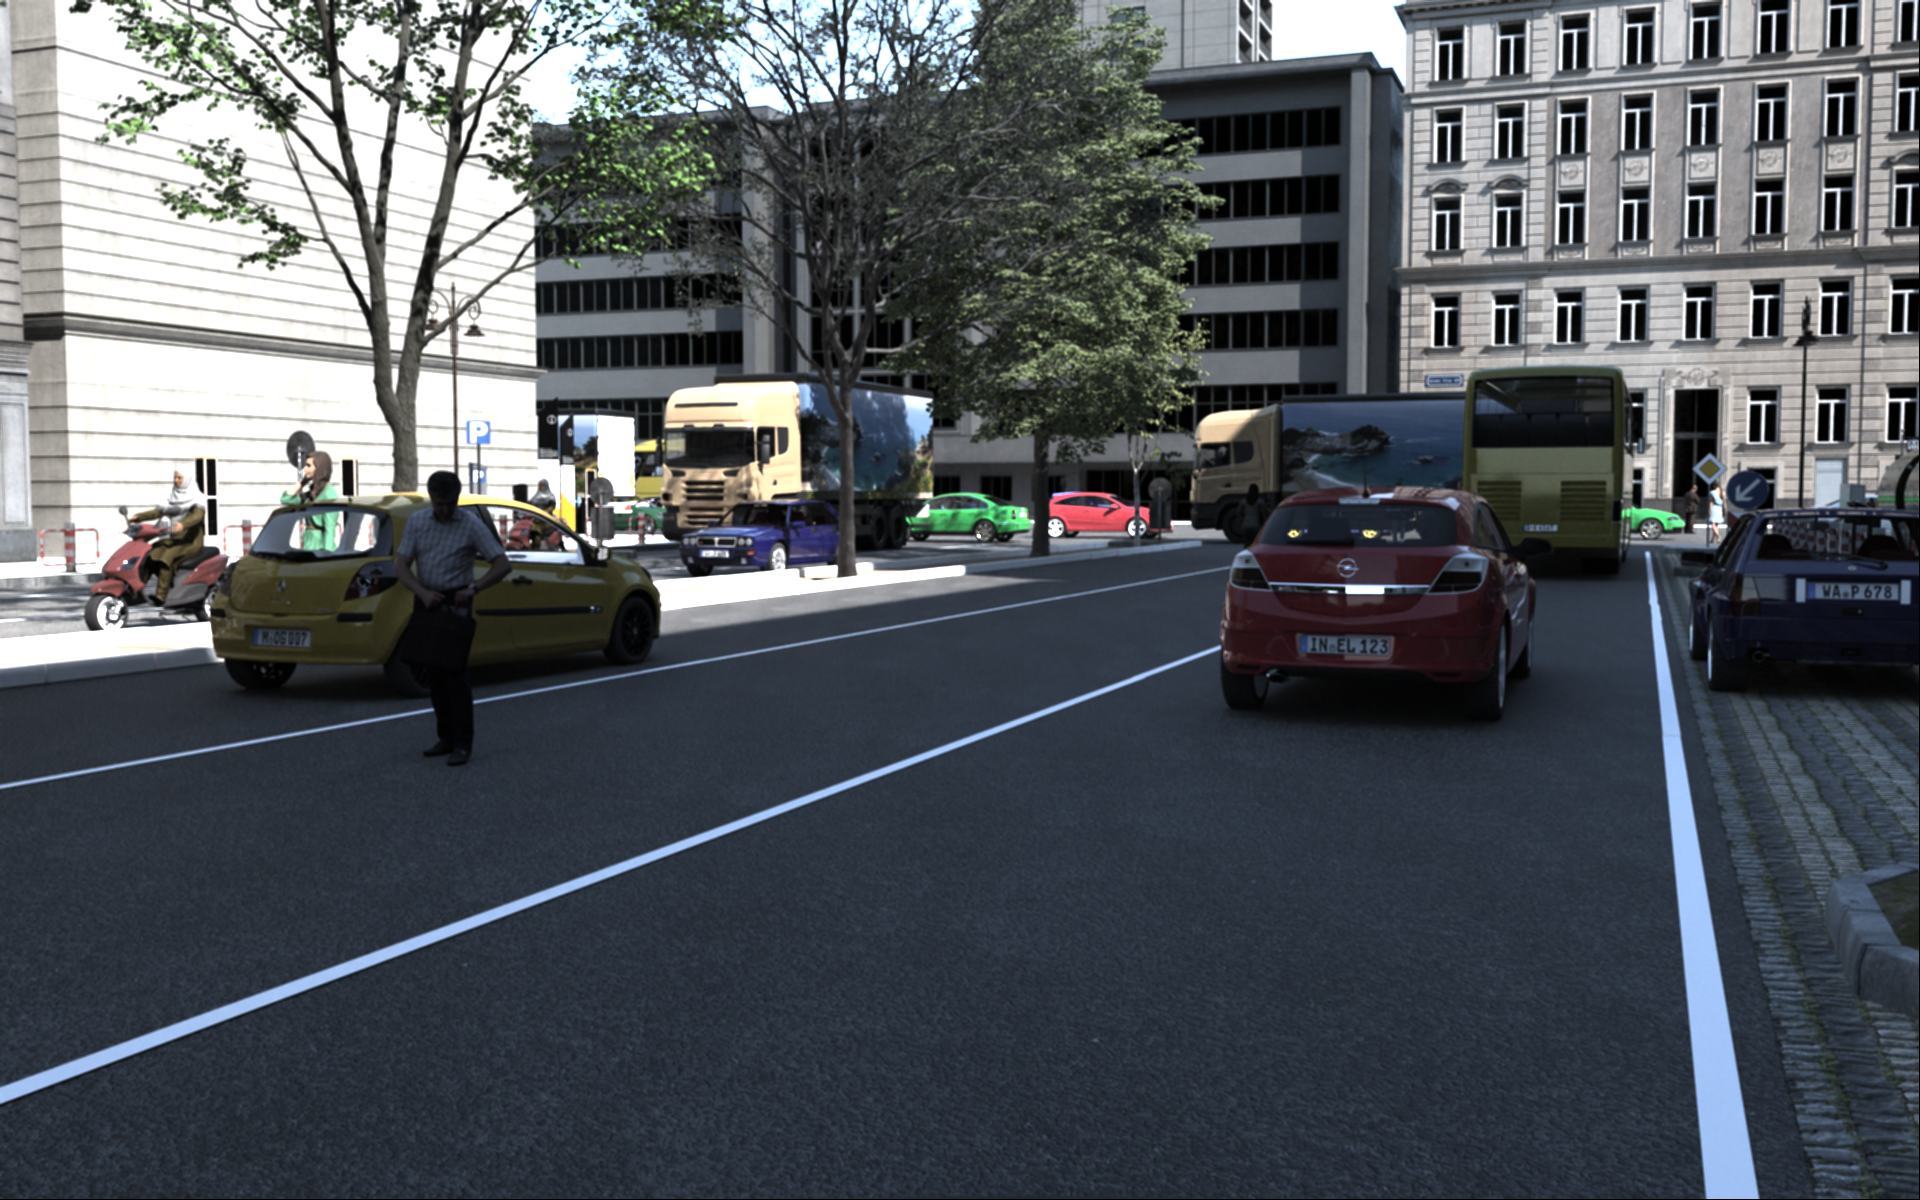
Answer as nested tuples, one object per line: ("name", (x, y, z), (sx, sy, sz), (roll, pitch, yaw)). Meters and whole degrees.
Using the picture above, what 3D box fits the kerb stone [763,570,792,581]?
("kerb stone", (-3.108, -0.394, 28.645), (0.120, 0.150, 1.000), (1, 4, 21))

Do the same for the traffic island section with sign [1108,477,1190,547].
("traffic island section with sign", (5.276, -2.382, 47.075), (2.006, 1.907, 1.989), (1, 4, 21))

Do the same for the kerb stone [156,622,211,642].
("kerb stone", (-7.619, 0.318, 17.158), (0.120, 0.150, 1.000), (1, 4, 21))

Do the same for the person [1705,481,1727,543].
("person", (21.954, -2.544, 50.190), (0.616, 1.811, 0.778), (0, 4, 0))

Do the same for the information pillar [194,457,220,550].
("information pillar", (-14.902, -1.822, 34.281), (0.304, 2.012, 0.304), (2, 4, 28))

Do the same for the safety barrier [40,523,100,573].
("safety barrier", (-14.444, -0.847, 28.118), (0.300, 0.817, 1.120), (1, 4, 21))

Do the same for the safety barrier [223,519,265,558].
("safety barrier", (-13.044, -1.065, 31.688), (0.300, 0.817, 1.120), (1, 4, 21))

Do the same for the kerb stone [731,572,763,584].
("kerb stone", (-3.486, -0.332, 27.691), (0.120, 0.150, 1.000), (1, 4, 21))

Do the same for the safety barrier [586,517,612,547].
("safety barrier", (-8.834, -1.722, 42.423), (0.300, 0.817, 1.120), (1, 4, 21))

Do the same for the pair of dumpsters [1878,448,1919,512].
("pair of dumpsters", (13.452, -1.266, 23.200), (1.574, 2.255, 4.437), (1, 4, 21))

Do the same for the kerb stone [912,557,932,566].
("kerb stone", (-0.852, -0.746, 34.402), (0.120, 0.150, 1.000), (1, 4, 21))

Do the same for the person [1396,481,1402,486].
("person", (11.898, -2.335, 47.029), (0.601, 1.785, 0.444), (1, 4, 13))

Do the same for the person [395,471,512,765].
("person", (-2.723, 0.085, 9.323), (0.614, 1.554, 0.590), (0, 4, 2))

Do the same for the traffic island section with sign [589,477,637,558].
("traffic island section with sign", (-8.331, -1.839, 38.702), (1.989, 1.847, 2.006), (1, 4, 21))

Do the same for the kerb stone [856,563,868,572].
("kerb stone", (-1.978, -0.568, 31.525), (0.120, 0.150, 1.000), (1, 4, 21))

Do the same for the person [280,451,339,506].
("person", (-5.398, -0.363, 14.678), (0.600, 1.795, 0.529), (3, 5, 43))

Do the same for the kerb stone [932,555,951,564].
("kerb stone", (-0.483, -0.805, 35.360), (0.120, 0.150, 1.000), (1, 4, 21))

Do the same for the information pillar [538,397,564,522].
("information pillar", (-9.873, -3.076, 41.654), (0.504, 3.616, 0.183), (-1, 4, -11))

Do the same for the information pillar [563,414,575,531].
("information pillar", (-11.379, -3.601, 50.234), (0.183, 3.616, 0.504), (2, 4, 34))

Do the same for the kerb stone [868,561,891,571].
("kerb stone", (-1.600, -0.626, 32.479), (0.120, 0.150, 1.000), (1, 4, 21))

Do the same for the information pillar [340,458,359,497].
("information pillar", (-12.413, -1.881, 35.247), (0.304, 2.012, 0.304), (-1, 4, -8))

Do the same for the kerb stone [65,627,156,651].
("kerb stone", (-7.993, 0.367, 16.196), (0.120, 0.150, 1.000), (1, 4, 21))

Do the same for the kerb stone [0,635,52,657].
("kerb stone", (-8.365, 0.425, 15.240), (0.120, 0.150, 1.000), (1, 4, 21))

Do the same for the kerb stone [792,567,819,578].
("kerb stone", (-2.728, -0.453, 29.604), (0.120, 0.150, 1.000), (1, 4, 21))

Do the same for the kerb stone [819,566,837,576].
("kerb stone", (-2.349, -0.512, 30.569), (0.120, 0.150, 1.000), (1, 4, 21))

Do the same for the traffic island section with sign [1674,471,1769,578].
("traffic island section with sign", (13.478, -1.309, 30.027), (1.989, 1.847, 2.006), (1, 4, 21))

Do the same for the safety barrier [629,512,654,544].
("safety barrier", (-8.131, -1.831, 44.215), (0.300, 0.817, 1.120), (1, 4, 21))

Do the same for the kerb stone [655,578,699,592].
("kerb stone", (-4.233, -0.219, 25.772), (0.120, 0.150, 1.000), (1, 4, 21))

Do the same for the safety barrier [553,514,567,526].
("safety barrier", (-9.538, -1.612, 40.624), (0.300, 0.817, 1.120), (1, 4, 21))

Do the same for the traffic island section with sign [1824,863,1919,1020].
("traffic island section with sign", (3.634, 0.226, 4.926), (1.989, 1.847, 2.006), (1, 4, 21))

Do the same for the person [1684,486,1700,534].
("person", (26.529, -3.277, 62.766), (0.565, 1.739, 0.600), (3, 5, 40))

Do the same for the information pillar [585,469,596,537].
("information pillar", (-11.023, -2.886, 51.681), (0.304, 2.012, 0.304), (-1, 4, -19))

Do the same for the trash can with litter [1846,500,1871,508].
("trash can with litter", (16.499, -1.219, 31.310), (1.055, 1.170, 0.624), (0, 4, -7))

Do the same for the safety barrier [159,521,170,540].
("safety barrier", (-13.743, -0.956, 29.903), (0.300, 0.817, 1.120), (1, 4, 21))

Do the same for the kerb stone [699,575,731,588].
("kerb stone", (-3.866, -0.278, 26.736), (0.120, 0.150, 1.000), (1, 4, 21))

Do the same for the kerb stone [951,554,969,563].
("kerb stone", (-0.102, -0.864, 36.316), (0.120, 0.150, 1.000), (1, 4, 21))

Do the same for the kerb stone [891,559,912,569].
("kerb stone", (-1.228, -0.687, 33.436), (0.120, 0.150, 1.000), (1, 4, 21))

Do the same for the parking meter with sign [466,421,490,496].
("parking meter with sign", (-11.702, -2.808, 42.165), (0.543, 3.016, 1.738), (-1, 4, -15))

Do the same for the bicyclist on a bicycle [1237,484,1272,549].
("bicyclist on a bicycle", (5.215, -1.269, 30.772), (1.499, 1.676, 1.625), (1, 4, 20))

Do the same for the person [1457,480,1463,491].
("person", (11.372, -1.853, 39.342), (0.362, 1.759, 0.519), (0, 4, 4))

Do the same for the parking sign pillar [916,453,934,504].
("parking sign pillar", (-1.668, -5.675, 81.252), (1.447, 3.967, 1.447), (-1, 4, -22))
